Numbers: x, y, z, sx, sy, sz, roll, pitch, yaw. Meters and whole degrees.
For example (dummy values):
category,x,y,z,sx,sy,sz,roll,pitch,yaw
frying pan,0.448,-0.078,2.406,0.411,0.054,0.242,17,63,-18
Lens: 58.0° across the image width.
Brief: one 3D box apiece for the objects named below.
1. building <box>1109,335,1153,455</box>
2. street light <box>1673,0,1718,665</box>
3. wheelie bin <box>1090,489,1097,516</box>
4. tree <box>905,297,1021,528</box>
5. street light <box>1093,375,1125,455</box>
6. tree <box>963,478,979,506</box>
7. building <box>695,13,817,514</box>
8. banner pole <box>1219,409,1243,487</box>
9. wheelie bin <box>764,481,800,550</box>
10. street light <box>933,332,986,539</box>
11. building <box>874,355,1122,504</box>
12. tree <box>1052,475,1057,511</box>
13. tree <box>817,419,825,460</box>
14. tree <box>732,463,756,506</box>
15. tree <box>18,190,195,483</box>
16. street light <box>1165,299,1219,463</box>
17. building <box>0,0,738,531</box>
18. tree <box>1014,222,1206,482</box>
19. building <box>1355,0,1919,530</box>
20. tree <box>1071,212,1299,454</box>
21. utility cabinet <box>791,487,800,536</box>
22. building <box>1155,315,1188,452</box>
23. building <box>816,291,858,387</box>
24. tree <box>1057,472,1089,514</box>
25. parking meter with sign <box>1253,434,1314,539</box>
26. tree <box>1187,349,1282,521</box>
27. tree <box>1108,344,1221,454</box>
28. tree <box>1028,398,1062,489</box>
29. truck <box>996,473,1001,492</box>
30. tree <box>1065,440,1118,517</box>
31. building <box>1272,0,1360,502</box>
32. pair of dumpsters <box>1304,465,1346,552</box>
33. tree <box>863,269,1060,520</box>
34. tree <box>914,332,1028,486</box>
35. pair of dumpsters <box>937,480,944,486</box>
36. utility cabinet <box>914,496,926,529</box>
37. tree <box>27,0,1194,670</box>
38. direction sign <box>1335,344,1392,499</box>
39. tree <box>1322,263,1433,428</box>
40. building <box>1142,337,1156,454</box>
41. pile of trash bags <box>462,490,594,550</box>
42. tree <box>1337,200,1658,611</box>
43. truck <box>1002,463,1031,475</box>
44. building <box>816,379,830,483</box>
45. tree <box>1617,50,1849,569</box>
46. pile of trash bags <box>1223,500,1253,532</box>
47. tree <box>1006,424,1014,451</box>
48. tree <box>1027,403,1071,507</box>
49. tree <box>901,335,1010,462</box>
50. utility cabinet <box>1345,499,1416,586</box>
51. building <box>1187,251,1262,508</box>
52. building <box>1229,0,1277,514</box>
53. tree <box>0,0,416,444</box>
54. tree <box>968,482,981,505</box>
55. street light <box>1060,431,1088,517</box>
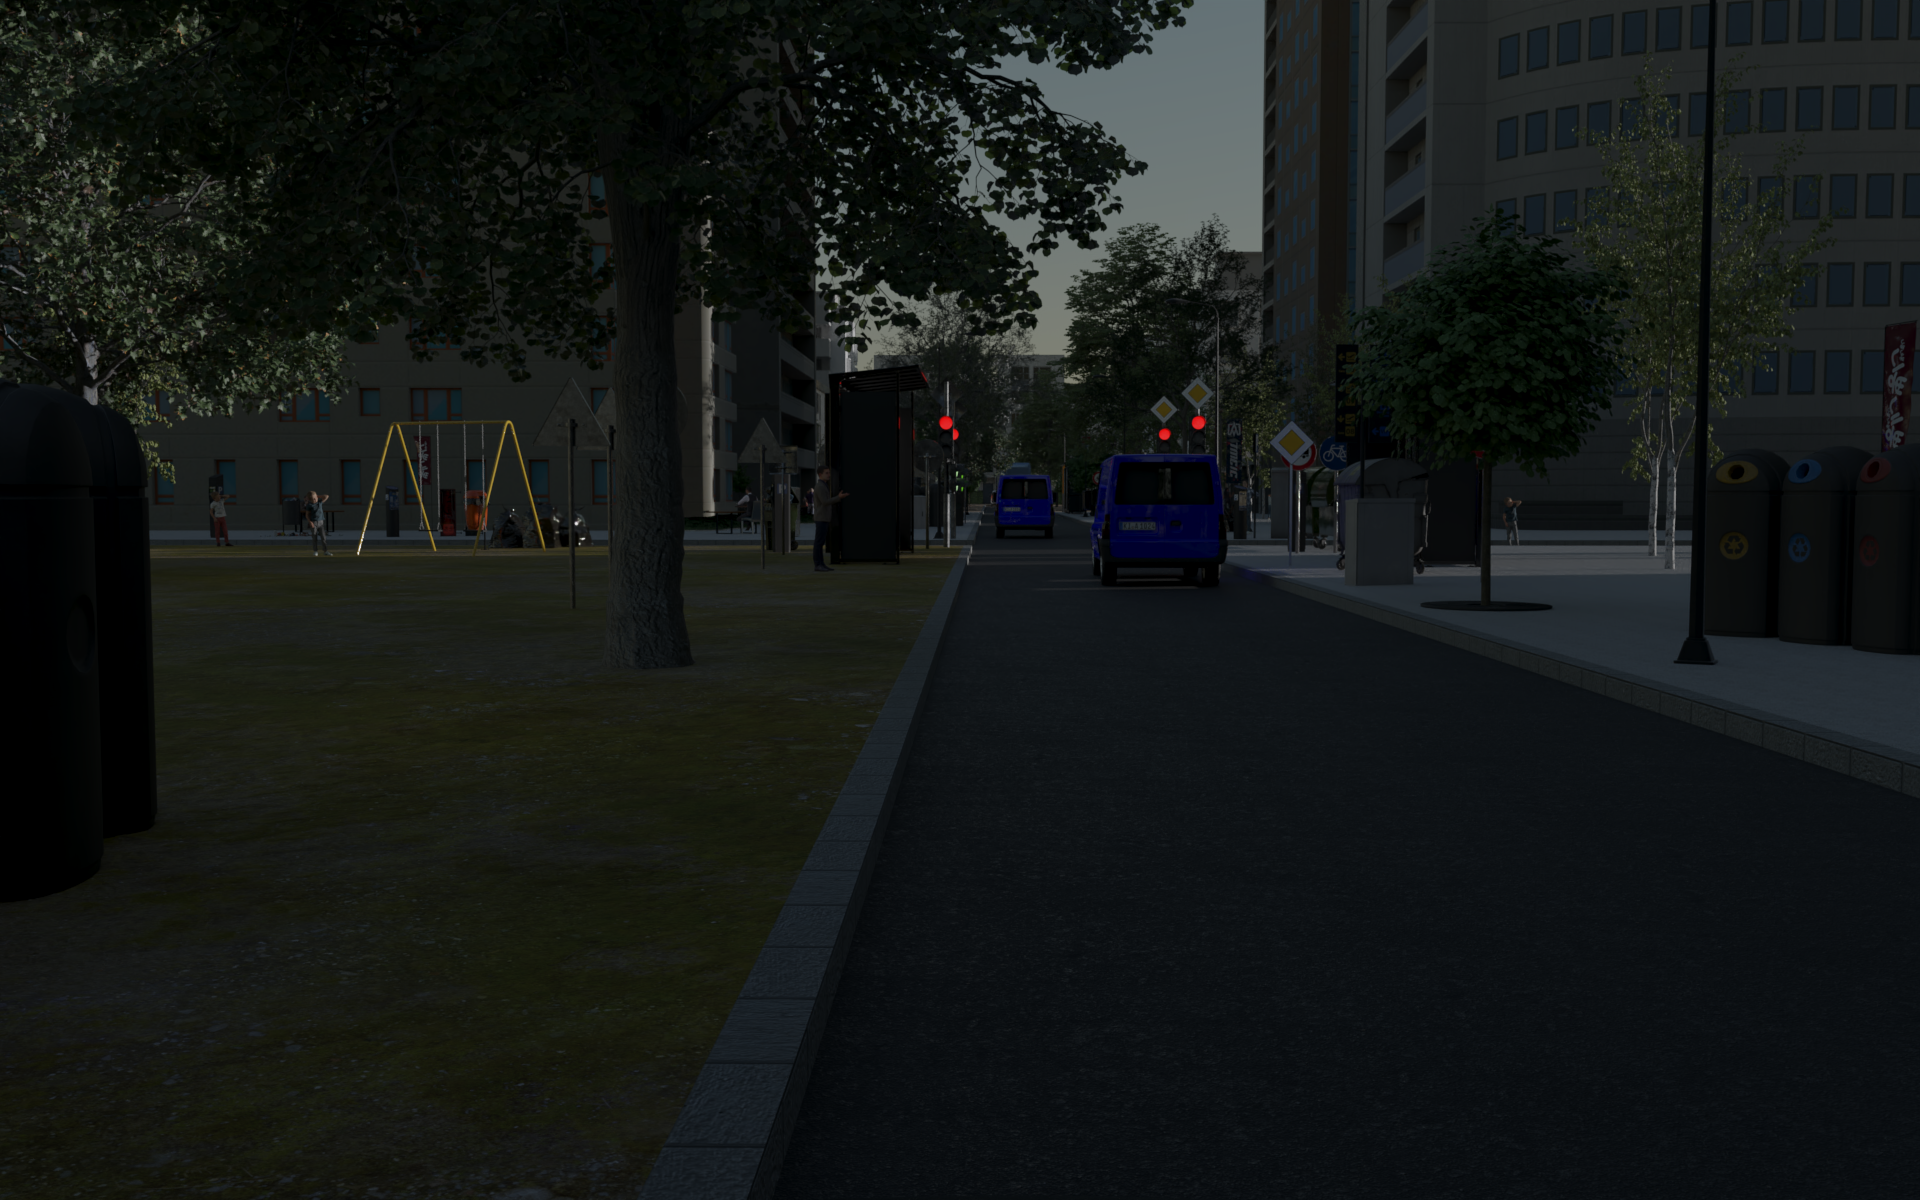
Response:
category,x,y,z,sx,sy,sz,roll,pitch,yaw
building,37.210,-23.750,232.285,32.646,21.610,27.936,0,4,1
street light,5.048,-2.474,12.992,1.470,5.913,1.316,0,4,1
wheelie bin,8.140,-5.809,102.884,0.693,1.594,0.980,3,5,40
tree,-0.109,-7.042,65.493,4.360,8.622,3.978,0,3,0
street light,5.877,-5.814,67.600,1.470,5.913,1.316,0,4,1
tree,0.651,-8.709,136.999,1.663,3.219,1.824,0,3,0
building,-20.634,-29.559,106.986,21.300,48.544,21.600,0,4,1
banner pole,7.868,-3.717,50.783,0.863,3.779,0.401,1,4,9
wheelie bin,-4.105,-1.938,39.592,0.693,1.594,0.980,-3,5,-39
street light,-0.053,-4.712,49.583,1.470,5.913,1.316,0,4,1
building,4.945,-22.124,228.176,31.486,18.905,16.747,0,4,1
tree,8.058,-8.546,134.332,1.663,3.219,1.824,0,3,0
tree,-11.430,-10.497,121.990,4.360,8.622,3.978,0,3,0
tree,-12.275,-6.203,96.027,1.663,3.219,1.824,0,3,0
tree,-18.769,-5.396,38.582,4.737,8.622,4.395,0,3,0
street light,5.573,-4.206,41.304,1.470,5.913,1.316,0,4,1
building,-25.569,-14.047,74.703,27.650,21.520,28.899,0,4,1
tree,7.225,-9.475,73.041,7.486,12.596,7.792,0,3,0
building,31.907,-32.216,68.726,28.212,58.520,21.231,0,4,1
tree,7.619,-7.504,57.104,7.601,10.594,8.767,0,4,3
utility cabinet,-5.014,-2.652,52.043,0.318,1.500,1.173,0,4,2
building,28.174,-18.088,162.193,16.747,18.905,31.486,0,4,1
building,-17.979,-18.533,159.431,16.016,20.091,11.380,0,4,1
tree,7.523,-7.048,109.840,1.663,3.219,1.824,0,3,0
parking meter with sign,9.320,-3.276,49.823,1.738,3.016,0.543,1,4,17
tree,13.654,-8.044,81.883,4.737,8.622,4.395,0,3,0
tree,13.632,-11.730,117.535,9.928,11.665,9.643,0,3,0
tree,8.916,-17.379,201.156,9.611,12.733,9.660,0,3,0
truck,5.132,-11.914,183.706,2.839,4.237,11.283,0,4,2
tree,7.674,-7.087,99.592,4.285,4.588,4.351,0,3,0
building,25.584,-27.278,96.099,14.600,45.320,14.200,0,4,1
pair of dumpsters,8.896,-2.324,40.490,1.574,2.255,4.437,0,4,1
tree,-0.221,-10.776,86.561,12.009,13.543,11.850,0,3,0
tree,-0.338,-12.507,121.495,9.611,12.733,9.660,0,3,0
pair of dumpsters,-0.611,-5.776,96.927,1.574,2.255,4.437,0,4,1
utility cabinet,-1.603,-3.210,63.640,0.306,1.237,1.020,3,4,38
tree,-2.461,-6.480,12.604,9.857,13.997,8.962,0,3,0
direction sign,6.111,-2.097,26.287,0.876,3.537,0.379,0,4,-6
tree,14.189,-6.455,55.906,4.737,8.622,4.395,0,3,0
building,27.633,-20.042,184.113,16.016,20.091,11.380,0,4,1
pile of trash bags,-10.423,-1.918,41.110,1.912,1.369,3.447,2,4,30
tree,6.034,-2.186,19.450,4.285,4.588,4.351,0,3,0
truck,4.935,-9.357,142.742,2.967,4.110,18.799,0,4,0
building,-14.808,-12.080,139.656,9.099,9.664,28.070,0,4,1
tree,12.346,-4.826,29.262,4.737,8.622,4.395,0,3,0
pile of trash bags,8.658,-3.057,59.732,1.912,1.369,3.447,-1,4,-16
tree,7.996,-14.653,157.709,7.486,12.596,7.792,0,3,0
tree,9.858,-14.420,170.179,7.601,10.594,8.767,0,4,2
tree,-0.282,-11.363,111.543,9.928,11.665,9.643,0,3,0
utility cabinet,5.932,-0.816,24.497,1.020,1.237,0.306,-2,4,-26
building,26.663,-17.392,140.786,16.016,20.091,11.380,0,4,1
building,29.460,-41.252,112.728,20.563,71.187,20.611,0,4,1
tree,-14.218,-6.798,28.157,9.611,12.733,9.660,0,3,0
tree,0.954,-12.968,195.747,4.285,4.588,4.351,0,3,0
street light,6.435,-7.550,95.983,1.470,5.913,1.316,0,4,1
